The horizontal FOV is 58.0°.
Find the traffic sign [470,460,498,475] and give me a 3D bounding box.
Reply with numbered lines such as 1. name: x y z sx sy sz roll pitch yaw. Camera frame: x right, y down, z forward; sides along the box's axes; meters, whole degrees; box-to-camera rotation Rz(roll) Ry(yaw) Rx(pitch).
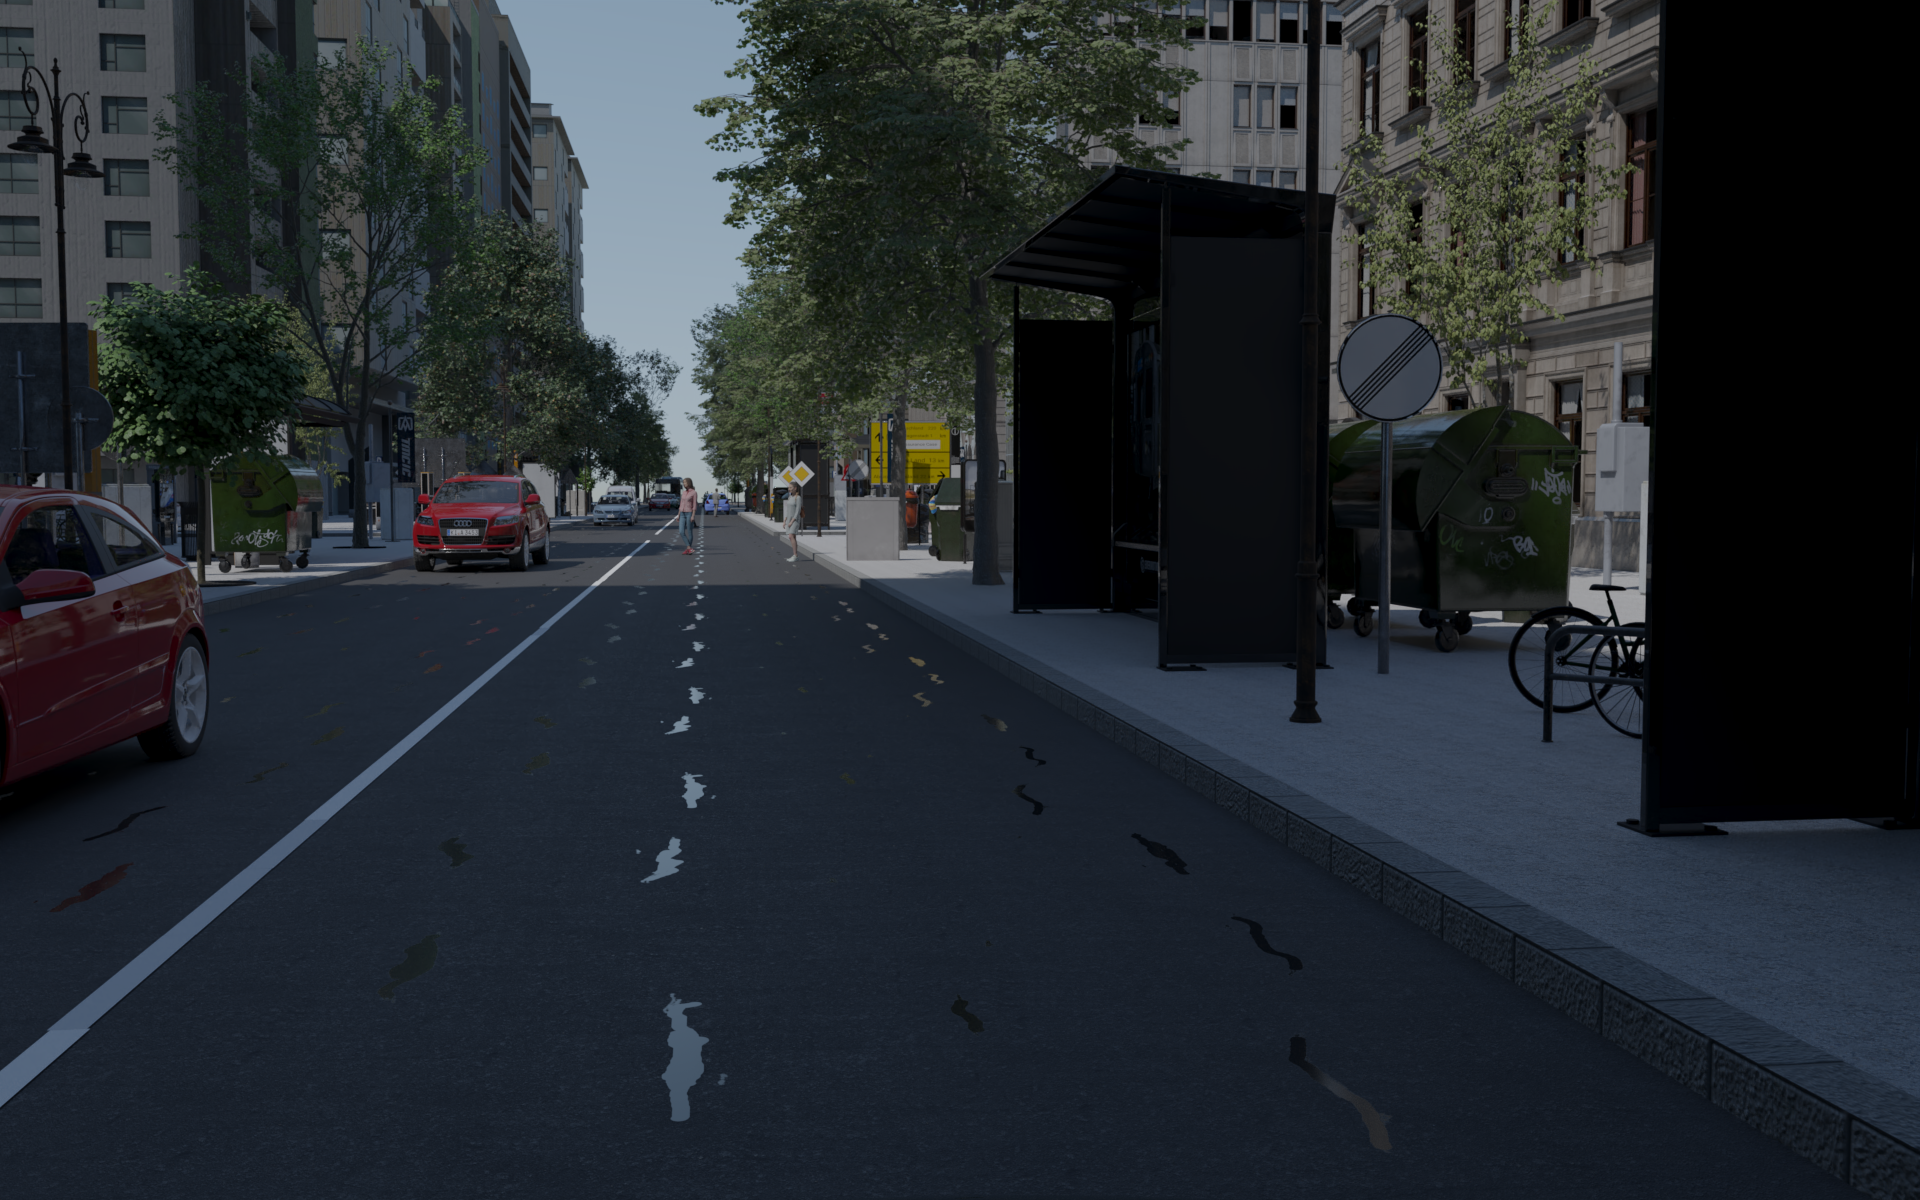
1. traffic sign: -14.041 -2.904 51.128 0.795 2.450 0.064 -1 4 -8

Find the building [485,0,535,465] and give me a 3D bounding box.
1. building: -53.372 -33.309 168.306 21.300 48.544 21.600 -1 4 -8

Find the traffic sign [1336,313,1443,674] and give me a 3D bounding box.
1. traffic sign: 3.028 -0.746 12.307 0.768 2.556 0.104 0 4 -4

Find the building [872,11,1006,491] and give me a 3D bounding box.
1. building: -0.833 -28.591 151.054 14.154 41.232 14.086 -1 4 -8

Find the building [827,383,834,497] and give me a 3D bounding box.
1. building: -12.923 -28.542 238.363 14.160 30.474 14.107 -1 4 -8

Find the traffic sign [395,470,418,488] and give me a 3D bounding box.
1. traffic sign: -19.350 -3.633 60.591 0.795 2.450 0.064 0 4 1

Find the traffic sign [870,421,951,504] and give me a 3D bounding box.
1. traffic sign: -1.374 -3.318 48.119 2.265 3.308 0.079 0 4 0

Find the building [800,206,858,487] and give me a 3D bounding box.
1. building: -17.070 -37.656 265.791 14.600 45.320 14.200 -1 4 -8

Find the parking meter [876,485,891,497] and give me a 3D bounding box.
1. parking meter: -2.793 -3.239 61.362 0.372 1.533 0.369 0 3 0

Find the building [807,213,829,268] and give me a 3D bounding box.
1. building: -15.314 -34.759 251.905 14.154 41.232 14.086 -1 4 -8

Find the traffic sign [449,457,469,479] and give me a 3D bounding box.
1. traffic sign: -17.721 -3.762 61.518 0.884 2.594 0.081 0 4 1

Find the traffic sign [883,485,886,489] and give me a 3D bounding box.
1. traffic sign: -2.768 -3.883 63.598 0.768 2.556 0.104 0 4 -6

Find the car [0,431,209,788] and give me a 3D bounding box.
1. car: -4.897 0.070 7.902 2.155 1.783 4.494 0 4 -7

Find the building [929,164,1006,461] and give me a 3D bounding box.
1. building: 5.979 -16.069 104.526 13.314 21.916 24.055 -1 4 -8

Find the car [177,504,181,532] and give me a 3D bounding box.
1. car: -26.620 -2.523 53.614 4.827 1.381 2.083 0 4 -8

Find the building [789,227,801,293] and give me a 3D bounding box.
1. building: -16.733 -40.418 284.530 21.300 48.544 21.600 -1 4 -8

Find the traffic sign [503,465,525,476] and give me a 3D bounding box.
1. traffic sign: -15.209 -3.387 59.027 0.795 2.450 0.064 -1 4 -8

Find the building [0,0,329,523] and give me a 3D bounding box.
1. building: -37.393 -18.706 77.544 14.160 30.474 14.107 -1 4 -8

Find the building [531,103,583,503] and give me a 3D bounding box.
1. building: -67.648 -39.548 235.843 28.713 52.752 27.495 -1 4 -8

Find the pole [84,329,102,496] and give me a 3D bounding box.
1. pole: -10.829 -1.697 21.595 0.158 3.312 0.155 0 3 0

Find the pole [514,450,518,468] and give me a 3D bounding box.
1. pole: -20.632 -5.304 80.566 0.158 3.312 0.155 0 3 0

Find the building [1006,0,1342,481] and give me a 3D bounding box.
1. building: 12.936 -15.981 79.309 19.932 24.808 12.078 -1 4 -8

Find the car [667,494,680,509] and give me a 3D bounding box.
1. car: -27.369 -9.224 162.603 2.131 1.459 4.920 -1 4 -9

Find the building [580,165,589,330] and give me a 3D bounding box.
1. building: -71.429 -41.210 263.026 28.713 52.752 27.495 -1 4 -8

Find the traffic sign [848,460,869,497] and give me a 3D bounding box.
1. traffic sign: -3.767 -3.920 64.203 0.768 2.556 0.104 0 4 1

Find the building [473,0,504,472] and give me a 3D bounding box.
1. building: -47.840 -30.645 151.160 14.600 45.320 14.200 -1 4 -8

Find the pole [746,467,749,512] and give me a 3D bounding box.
1. pole: -15.303 -8.012 124.844 0.158 3.312 0.155 0 3 0

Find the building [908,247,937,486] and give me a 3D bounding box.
1. building: 2.401 -17.786 126.960 11.583 22.565 21.152 -1 4 -8

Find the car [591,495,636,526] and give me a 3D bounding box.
1. car: -15.789 -4.104 79.098 2.014 1.417 4.499 -1 4 -9

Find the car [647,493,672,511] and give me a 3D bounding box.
1. car: -25.601 -8.467 147.483 2.155 1.783 4.494 -1 4 -10

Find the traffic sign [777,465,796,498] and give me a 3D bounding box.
1. traffic sign: -5.962 -3.470 60.370 0.795 2.450 0.064 -1 4 -8

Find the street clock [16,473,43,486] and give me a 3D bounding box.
1. street clock: -14.281 -1.348 26.604 0.358 2.002 0.471 1 4 9

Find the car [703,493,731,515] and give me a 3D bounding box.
1. car: -16.826 -6.755 120.042 1.945 1.707 3.694 -1 4 -8

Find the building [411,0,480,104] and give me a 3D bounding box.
1. building: -45.832 -27.738 137.105 14.154 41.232 14.086 -1 4 -8

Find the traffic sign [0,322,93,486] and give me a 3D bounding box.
1. traffic sign: -11.459 -1.634 20.593 2.265 3.308 0.079 0 4 1

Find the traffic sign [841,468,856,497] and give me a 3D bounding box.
1. traffic sign: -4.333 -4.243 69.382 0.884 2.594 0.081 0 4 -4

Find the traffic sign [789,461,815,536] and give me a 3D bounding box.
1. traffic sign: -4.794 -2.986 52.470 0.795 2.450 0.064 -1 4 -8

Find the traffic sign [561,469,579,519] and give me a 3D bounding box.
1. traffic sign: -19.928 -5.413 88.506 0.884 2.594 0.081 0 4 -4

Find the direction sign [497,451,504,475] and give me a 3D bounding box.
1. direction sign: -23.326 -5.898 88.434 0.876 3.537 0.379 3 4 38

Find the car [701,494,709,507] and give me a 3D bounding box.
1. car: -27.303 -10.889 189.835 2.131 1.459 4.920 -1 4 -10

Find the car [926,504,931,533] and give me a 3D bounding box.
1. car: -0.339 -2.796 58.077 4.827 1.381 2.083 0 4 -7

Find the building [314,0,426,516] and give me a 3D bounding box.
1. building: -49.473 -31.866 110.247 28.713 52.752 27.495 -1 4 -8

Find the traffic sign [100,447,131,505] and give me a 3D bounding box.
1. traffic sign: -12.802 -1.609 26.415 0.768 2.556 0.104 0 4 1

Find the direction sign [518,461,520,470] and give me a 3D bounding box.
1. direction sign: -24.788 -6.428 97.103 0.379 3.537 0.876 1 4 12

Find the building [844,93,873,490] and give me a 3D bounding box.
1. building: -0.103 -31.703 172.965 22.147 44.769 28.867 -1 4 -8

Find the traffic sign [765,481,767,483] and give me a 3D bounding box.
1. traffic sign: -15.186 -8.058 133.874 0.606 2.300 0.079 0 4 1

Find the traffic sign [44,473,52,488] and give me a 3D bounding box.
1. traffic sign: -11.447 -1.324 21.754 0.768 2.556 0.104 0 4 -4

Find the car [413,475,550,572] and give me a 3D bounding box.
1. car: -9.253 -1.535 33.777 2.281 1.827 5.304 0 4 -6

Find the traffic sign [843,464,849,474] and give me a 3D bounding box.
1. traffic sign: -4.386 -4.327 70.847 0.768 2.556 0.104 0 4 -1

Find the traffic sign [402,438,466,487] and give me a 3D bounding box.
1. traffic sign: -19.103 -4.220 62.875 2.265 3.308 0.079 0 4 -7

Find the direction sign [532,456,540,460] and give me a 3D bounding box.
1. direction sign: -19.885 -5.512 82.116 0.379 3.537 0.876 3 5 43

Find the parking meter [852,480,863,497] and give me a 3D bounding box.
1. parking meter: -3.954 -3.743 66.909 0.399 1.863 0.255 -2 4 -34

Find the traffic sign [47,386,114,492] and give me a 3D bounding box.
1. traffic sign: -10.375 -1.244 20.448 0.768 2.556 0.104 0 4 -2
